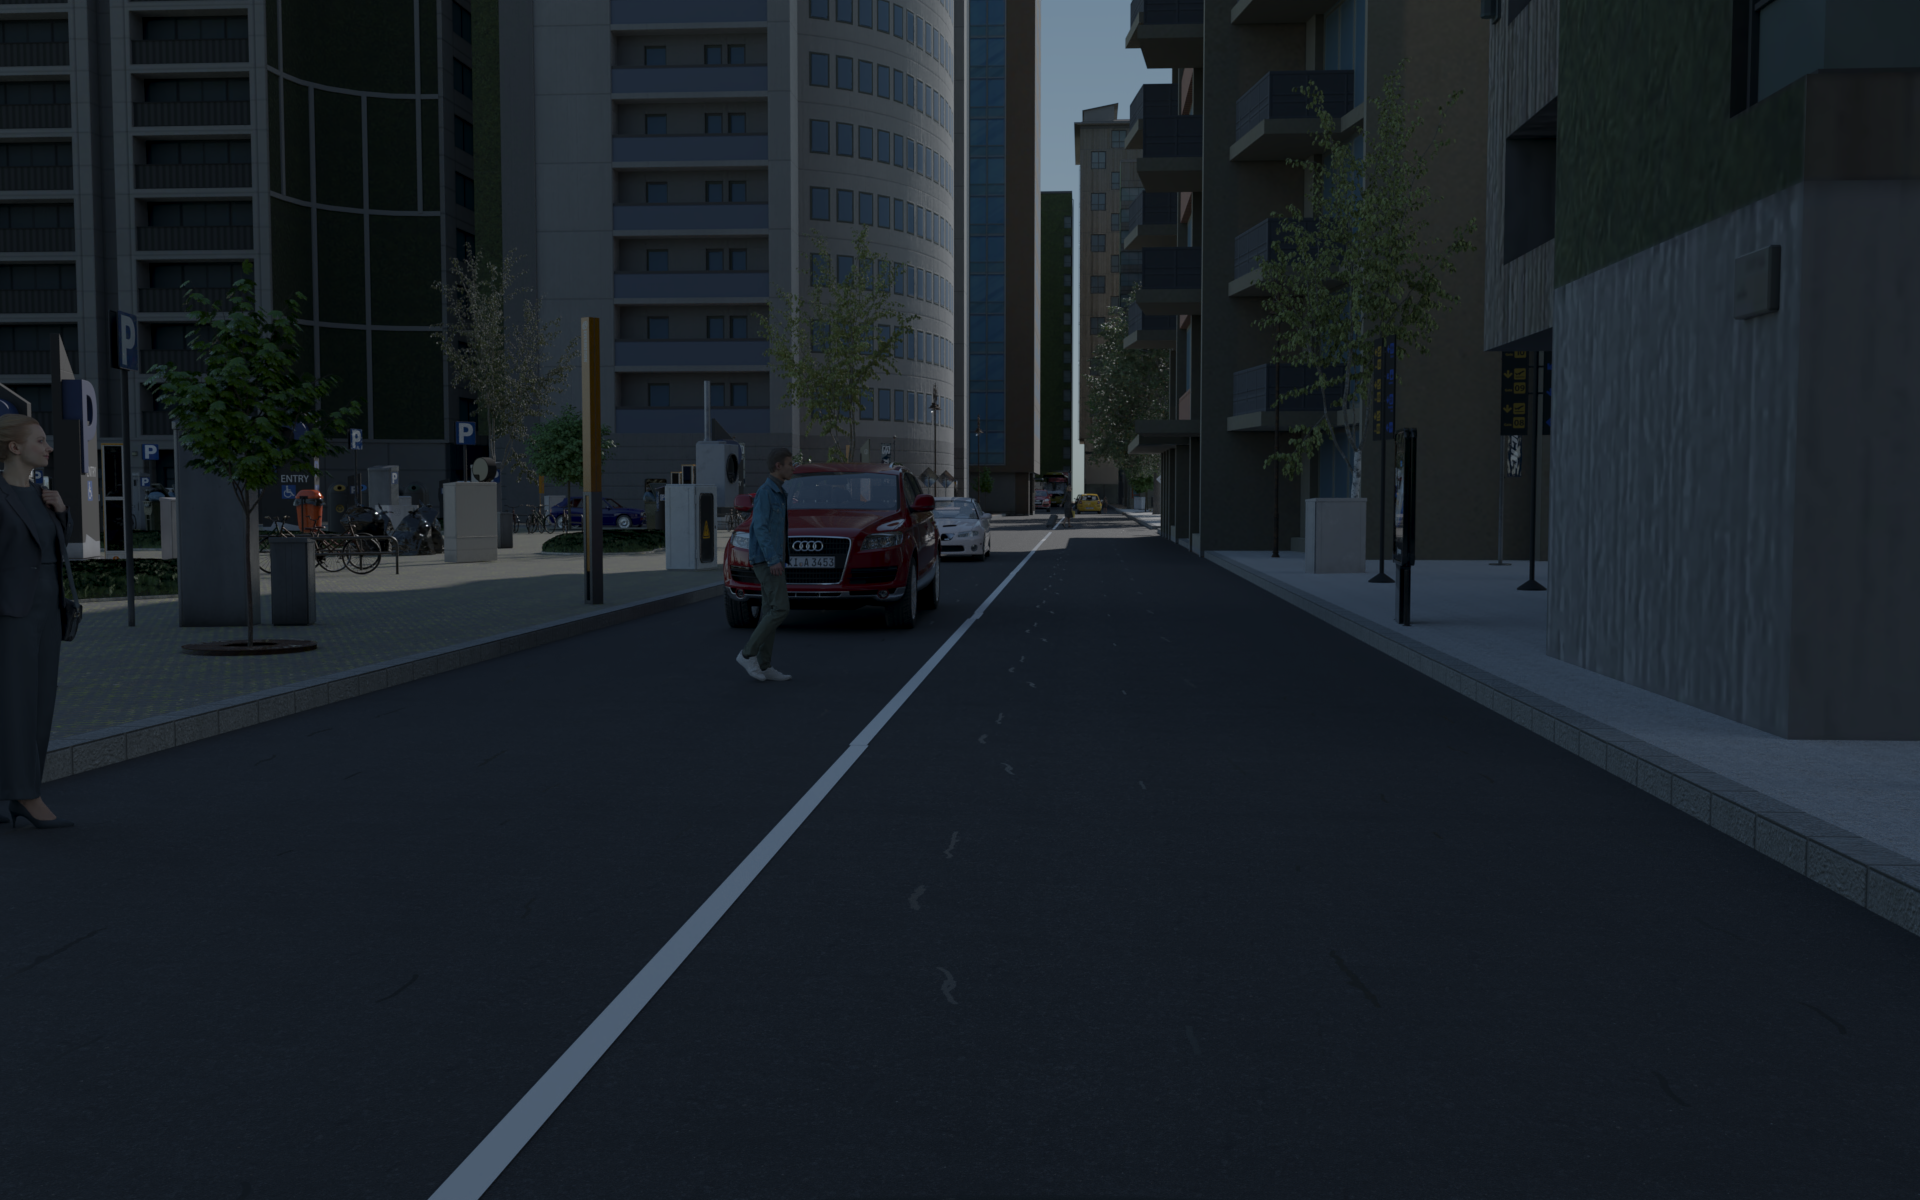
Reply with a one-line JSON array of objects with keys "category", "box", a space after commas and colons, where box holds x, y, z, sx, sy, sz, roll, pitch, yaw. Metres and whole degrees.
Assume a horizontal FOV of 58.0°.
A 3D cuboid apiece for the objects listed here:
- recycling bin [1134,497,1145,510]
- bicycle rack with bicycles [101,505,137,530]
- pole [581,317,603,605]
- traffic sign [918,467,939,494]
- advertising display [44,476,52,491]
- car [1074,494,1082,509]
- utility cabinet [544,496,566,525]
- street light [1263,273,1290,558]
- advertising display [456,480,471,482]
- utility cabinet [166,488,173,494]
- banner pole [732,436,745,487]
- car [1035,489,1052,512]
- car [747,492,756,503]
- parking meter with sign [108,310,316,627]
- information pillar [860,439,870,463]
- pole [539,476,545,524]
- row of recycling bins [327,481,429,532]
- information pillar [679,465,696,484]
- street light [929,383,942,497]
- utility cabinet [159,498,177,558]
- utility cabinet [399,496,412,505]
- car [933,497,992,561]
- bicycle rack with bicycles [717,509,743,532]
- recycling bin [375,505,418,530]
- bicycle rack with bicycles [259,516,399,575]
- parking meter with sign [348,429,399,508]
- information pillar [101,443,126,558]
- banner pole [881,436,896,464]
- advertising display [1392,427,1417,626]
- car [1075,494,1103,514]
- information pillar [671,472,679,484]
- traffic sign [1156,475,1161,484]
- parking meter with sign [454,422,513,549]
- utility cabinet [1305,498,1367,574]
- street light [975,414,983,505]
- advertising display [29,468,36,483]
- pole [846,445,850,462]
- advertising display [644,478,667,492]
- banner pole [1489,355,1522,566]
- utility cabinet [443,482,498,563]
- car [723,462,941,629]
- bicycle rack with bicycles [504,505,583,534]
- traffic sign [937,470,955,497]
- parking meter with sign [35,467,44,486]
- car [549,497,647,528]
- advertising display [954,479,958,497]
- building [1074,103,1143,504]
[{"category": "recycling bin", "box": [14.879, -8.002, 143.387, 0.722, 1.027, 0.722, 2, 4, 33]}, {"category": "bicycle rack with bicycles", "box": [-28.895, -2.700, 57.527, 2.852, 0.926, 2.925, -3, 4, -38]}, {"category": "pole", "box": [-4.267, -1.605, 20.092, 0.158, 3.312, 0.155, 0, 3, 0]}, {"category": "traffic sign", "box": [-1.159, -3.678, 63.785, 0.795, 2.450, 0.064, 0, 4, 4]}, {"category": "advertising display", "box": [-33.153, -3.518, 62.740, 0.974, 1.923, 0.123, 3, 4, 38]}, {"category": "car", "box": [11.896, -9.554, 165.990, 2.009, 1.686, 4.222, 0, 4, 4]}, {"category": "utility cabinet", "box": [-17.023, -3.770, 72.793, 0.306, 1.237, 1.020, 2, 4, 28]}, {"category": "street light", "box": [6.393, -3.799, 34.899, 0.468, 5.910, 1.993, 0, 4, 4]}, {"category": "advertising display", "box": [-23.067, -4.615, 80.661, 0.974, 1.923, 0.123, 2, 4, 31]}, {"category": "utility cabinet", "box": [-29.619, -3.392, 64.138, 1.173, 1.500, 0.318, -1, 4, -17]}, {"category": "banner pole", "box": [-9.475, -5.136, 73.988, 0.863, 3.779, 0.401, 3, 4, 36]}, {"category": "car", "box": [6.224, -7.948, 138.628, 2.281, 1.827, 5.304, 0, 4, 2]}, {"category": "car", "box": [-6.816, -3.564, 67.312, 4.494, 1.783, 2.155, 0, 4, 3]}, {"category": "parking meter with sign", "box": [-7.212, -1.257, 16.816, 1.738, 3.016, 0.543, 0, 4, -8]}, {"category": "information pillar", "box": [-3.997, -5.011, 73.283, 0.504, 3.616, 0.183, 3, 4, 36]}, {"category": "pole", "box": [-17.728, -4.864, 73.369, 0.158, 3.312, 0.155, 0, 3, 0]}, {"category": "row of recycling bins", "box": [-18.551, -2.945, 55.260, 3.534, 1.692, 1.069, 1, 4, 13]}, {"category": "information pillar", "box": [-6.768, -2.378, 43.373, 0.304, 2.012, 0.304, 1, 4, 11]}, {"category": "street light", "box": [-1.029, -6.066, 71.971, 0.468, 5.910, 1.993, 0, 4, 4]}, {"category": "utility cabinet", "box": [-13.780, -1.212, 30.984, 0.306, 1.237, 1.020, 1, 4, 23]}, {"category": "utility cabinet", "box": [-17.419, -2.578, 53.316, 1.020, 1.237, 0.306, -2, 4, -24]}, {"category": "car", "box": [-0.303, -1.598, 38.484, 2.083, 1.381, 4.827, 0, 4, 3]}, {"category": "bicycle rack with bicycles", "box": [-7.159, -2.792, 59.034, 2.852, 0.926, 2.925, -2, 4, -35]}, {"category": "recycling bin", "box": [-12.836, -1.648, 39.497, 0.722, 1.027, 0.722, 3, 5, 44]}, {"category": "bicycle rack with bicycles", "box": [-10.430, -0.884, 27.831, 2.925, 0.926, 2.852, -3, 4, -36]}, {"category": "parking meter with sign", "box": [-15.396, -3.058, 46.253, 1.738, 3.016, 0.543, 1, 4, 14]}, {"category": "information pillar", "box": [-12.291, -1.269, 25.232, 0.304, 2.012, 0.304, -1, 4, -17]}, {"category": "banner pole", "box": [-3.031, -5.177, 74.661, 0.863, 3.779, 0.401, 1, 4, 22]}, {"category": "advertising display", "box": [4.405, -0.732, 17.185, 0.123, 1.923, 0.974, 1, 4, 8]}, {"category": "car", "box": [9.266, -6.977, 124.296, 2.015, 1.641, 3.980, 0, 4, 3]}, {"category": "information pillar", "box": [-9.444, -3.258, 57.757, 0.304, 2.012, 0.304, 0, 4, 6]}, {"category": "traffic sign", "box": [8.435, -4.125, 71.081, 0.795, 2.450, 0.064, 0, 4, 4]}, {"category": "parking meter with sign", "box": [-11.310, -2.754, 41.296, 1.738, 3.016, 0.543, 3, 5, 40]}, {"category": "utility cabinet", "box": [6.105, -1.040, 28.165, 1.020, 1.237, 0.306, -2, 4, -25]}, {"category": "street light", "box": [1.074, -7.751, 99.510, 0.468, 5.910, 1.993, 0, 4, 4]}, {"category": "advertising display", "box": [-17.009, -1.606, 31.480, 0.123, 1.923, 0.974, -1, 4, -10]}, {"category": "pole", "box": [-4.632, -4.791, 72.173, 0.158, 3.312, 0.155, 0, 3, 0]}, {"category": "advertising display", "box": [-12.611, -4.074, 71.830, 0.974, 1.923, 0.123, -3, 4, -37]}, {"category": "banner pole", "box": [9.921, -2.523, 31.270, 0.863, 3.779, 0.401, -3, 5, -40]}, {"category": "utility cabinet", "box": [-9.188, -1.457, 32.493, 0.318, 1.500, 1.173, 1, 4, 23]}, {"category": "car", "box": [-1.373, -0.705, 20.200, 2.281, 1.827, 5.304, 0, 4, 4]}, {"category": "bicycle rack with bicycles", "box": [-13.600, -2.657, 56.830, 2.852, 0.926, 2.925, -2, 4, -28]}, {"category": "traffic sign", "box": [-0.585, -4.166, 71.749, 0.795, 2.450, 0.064, 0, 4, 4]}, {"category": "parking meter with sign", "box": [-52.727, -6.328, 99.724, 0.543, 3.016, 1.738, 1, 4, 20]}, {"category": "car", "box": [-14.431, -3.490, 69.641, 3.894, 1.354, 1.945, 0, 4, 6]}, {"category": "advertising display", "box": [-0.189, -4.378, 76.800, 0.123, 1.923, 0.974, 0, 4, 3]}, {"category": "building", "box": [29.654, -39.882, 241.305, 27.495, 52.752, 28.713, 0, 4, 4]}]
